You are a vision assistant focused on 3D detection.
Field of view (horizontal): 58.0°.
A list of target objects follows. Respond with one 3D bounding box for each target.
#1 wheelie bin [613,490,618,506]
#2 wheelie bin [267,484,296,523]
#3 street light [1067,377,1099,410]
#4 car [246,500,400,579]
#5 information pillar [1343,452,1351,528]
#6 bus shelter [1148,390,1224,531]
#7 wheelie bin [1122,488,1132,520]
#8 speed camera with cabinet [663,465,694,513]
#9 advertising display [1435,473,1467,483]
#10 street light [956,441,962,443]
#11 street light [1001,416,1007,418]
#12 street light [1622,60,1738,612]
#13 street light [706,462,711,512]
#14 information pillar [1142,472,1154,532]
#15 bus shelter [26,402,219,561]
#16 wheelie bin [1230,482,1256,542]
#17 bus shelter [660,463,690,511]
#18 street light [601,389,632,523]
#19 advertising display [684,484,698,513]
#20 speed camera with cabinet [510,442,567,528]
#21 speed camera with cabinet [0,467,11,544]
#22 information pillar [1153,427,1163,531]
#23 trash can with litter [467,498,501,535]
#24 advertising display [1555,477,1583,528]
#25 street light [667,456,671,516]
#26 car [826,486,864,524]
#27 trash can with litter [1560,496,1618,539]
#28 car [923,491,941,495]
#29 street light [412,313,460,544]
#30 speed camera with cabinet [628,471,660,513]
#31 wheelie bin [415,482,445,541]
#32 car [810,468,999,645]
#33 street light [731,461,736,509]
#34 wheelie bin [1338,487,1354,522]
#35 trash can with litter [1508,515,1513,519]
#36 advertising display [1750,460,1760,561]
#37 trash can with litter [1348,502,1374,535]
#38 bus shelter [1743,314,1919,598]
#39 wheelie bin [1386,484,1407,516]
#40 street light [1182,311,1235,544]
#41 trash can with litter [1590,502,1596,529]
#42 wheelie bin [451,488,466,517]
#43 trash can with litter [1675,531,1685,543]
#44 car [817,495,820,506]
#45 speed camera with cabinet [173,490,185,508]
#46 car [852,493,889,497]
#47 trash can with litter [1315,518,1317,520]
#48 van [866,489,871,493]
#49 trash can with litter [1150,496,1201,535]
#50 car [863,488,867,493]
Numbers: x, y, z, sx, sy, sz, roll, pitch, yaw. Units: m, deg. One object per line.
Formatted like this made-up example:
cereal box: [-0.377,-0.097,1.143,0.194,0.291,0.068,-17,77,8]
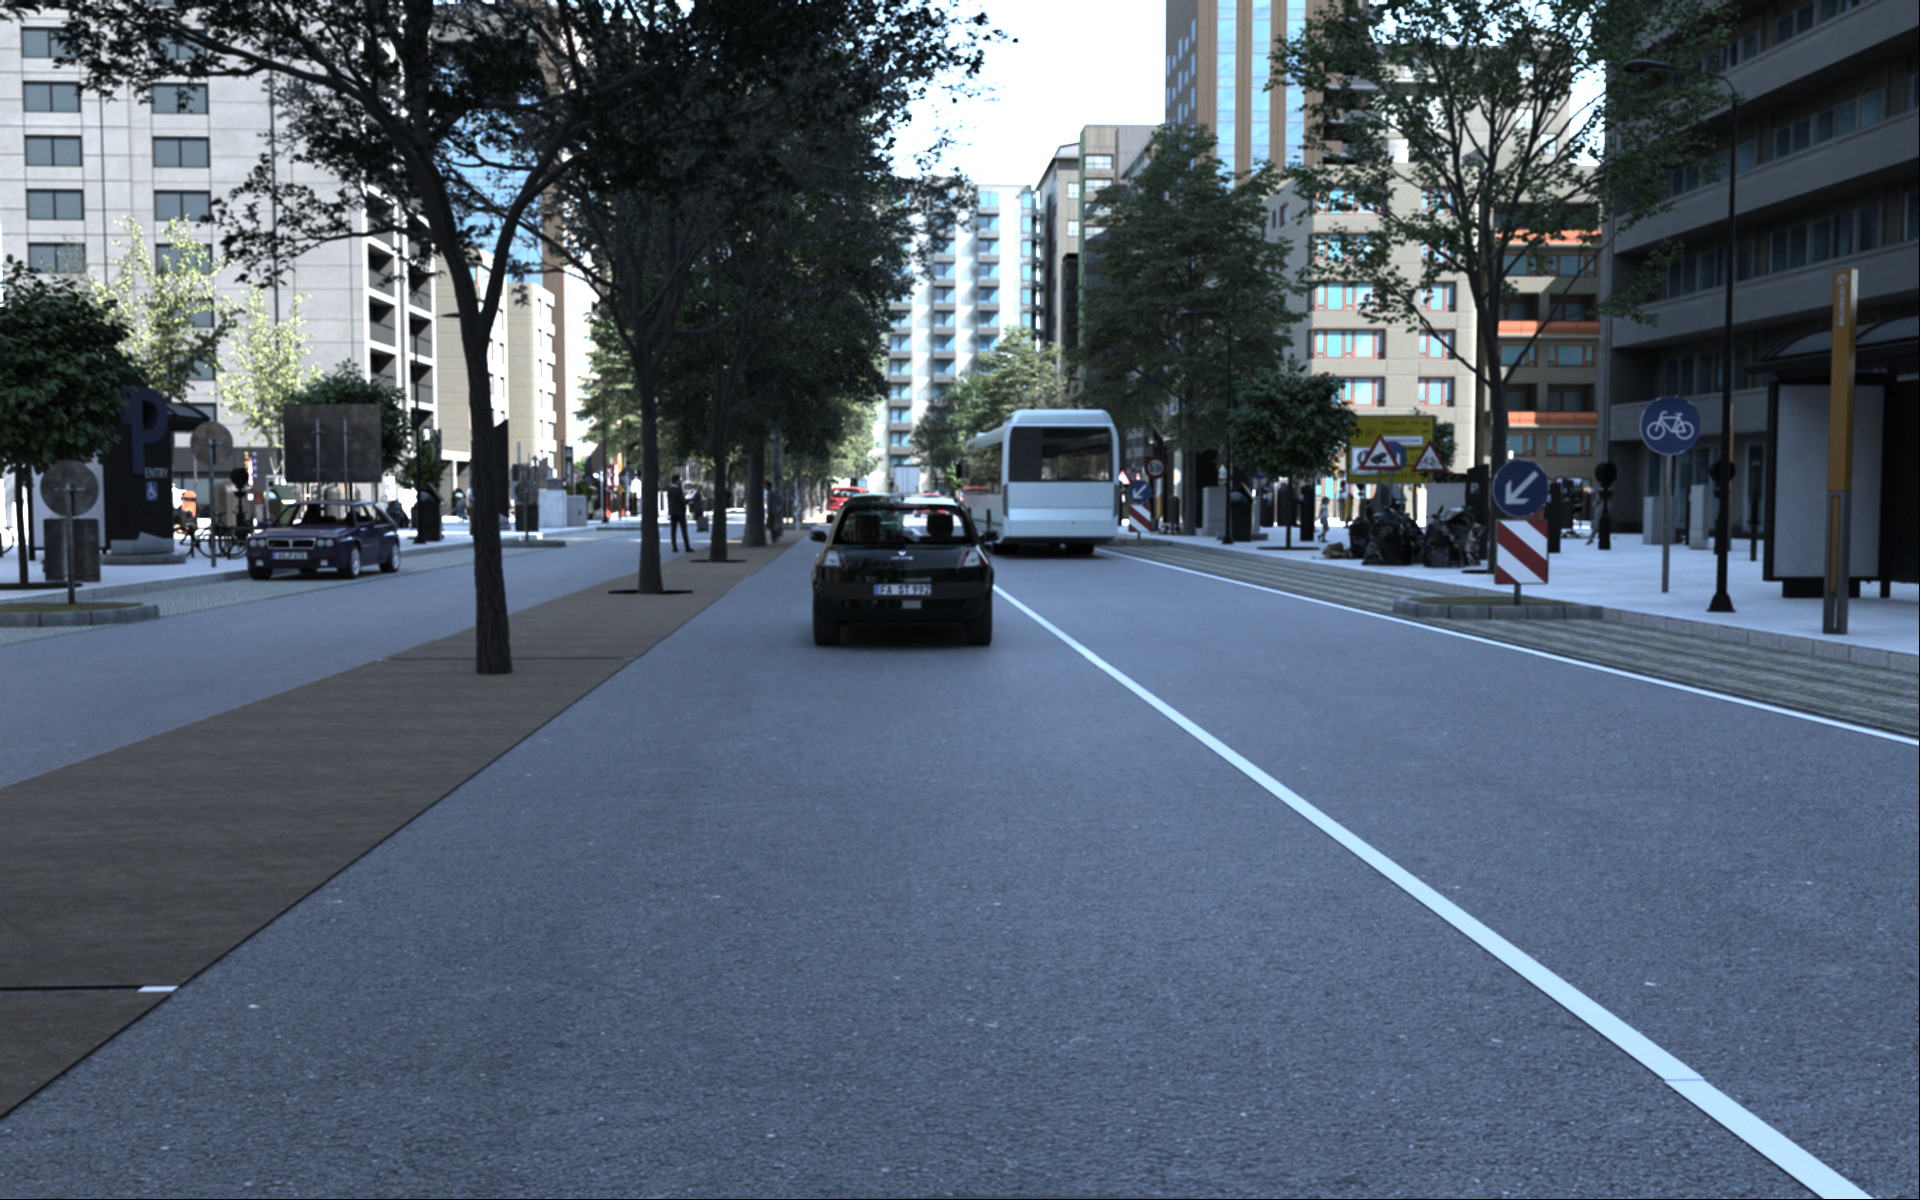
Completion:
wheelie bin: [-25.546,-7.380,128.562,0.693,1.594,0.980,-2,4,-24]
wheelie bin: [-21.936,-2.936,55.907,0.693,1.594,0.980,2,4,25]
street light: [4.956,-5.905,69.081,1.470,5.913,1.316,0,4,-3]
car: [-11.047,-1.076,30.178,1.945,1.354,3.894,0,4,-3]
information pillar: [14.569,-4.507,65.037,0.183,3.616,0.504,0,4,-1]
bus shelter: [8.128,-5.189,62.475,2.179,5.291,8.768,0,4,-3]
wheelie bin: [8.233,-4.808,86.523,0.693,1.594,0.980,0,4,0]
speed camera with cabinet: [-19.136,-7.550,117.783,2.038,3.252,0.660,-2,4,-28]
advertising display: [15.277,-2.979,53.925,0.974,1.923,0.123,1,4,22]
street light: [0.323,-11.035,152.956,1.470,5.913,1.316,0,4,-3]
street light: [3.150,-7.957,102.646,1.470,5.913,1.316,0,4,-3]
street light: [7.780,-2.825,18.730,1.470,5.913,1.316,0,4,-3]
street light: [-17.962,-9.454,127.117,1.470,5.913,1.316,0,4,-3]
information pillar: [6.408,-3.326,58.877,0.304,2.012,0.304,-3,4,-37]
bus shelter: [-17.298,-2.557,35.736,2.014,3.302,5.546,0,4,-3]
wheelie bin: [7.603,-2.374,46.725,0.693,1.594,0.980,1,4,16]
bus shelter: [-22.062,-8.751,134.361,1.731,3.624,6.357,0,4,-3]
street light: [-15.254,-6.387,76.965,1.470,5.913,1.316,0,4,-3]
advertising display: [-17.792,-6.708,114.896,0.974,1.923,0.123,-1,4,-8]
speed camera with cabinet: [-16.164,-4.407,66.384,2.038,3.252,0.660,0,4,-5]
speed camera with cabinet: [-24.946,-3.093,44.906,0.660,3.252,2.038,1,4,21]
information pillar: [6.920,-4.237,60.628,0.183,3.616,0.504,-2,4,-29]
trash can with litter: [-14.840,-2.608,54.023,1.055,1.170,0.624,1,4,15]
advertising display: [22.754,-3.641,64.746,0.974,1.923,0.123,1,4,21]
street light: [-16.602,-7.925,102.118,1.470,5.913,1.316,0,4,-3]
car: [-5.523,-4.705,85.597,2.281,1.827,5.304,0,4,-1]
trash can with litter: [17.846,-2.390,50.139,2.233,1.210,1.678,2,4,34]
car: [-1.846,-5.951,106.339,2.155,1.783,4.494,0,4,-5]
street light: [-13.403,-4.403,44.531,1.470,5.913,1.316,0,4,-3]
speed camera with cabinet: [-21.173,-7.442,116.013,2.038,3.252,0.660,-3,4,-36]
wheelie bin: [-14.415,-2.397,47.096,0.693,1.594,0.980,0,4,-8]
car: [-0.573,-0.491,17.813,2.009,1.686,4.222,0,4,-1]
street light: [-19.329,-10.964,151.799,1.470,5.913,1.316,0,4,-3]
wheelie bin: [17.667,-4.372,79.383,0.693,1.594,0.980,0,4,0]
trash can with litter: [19.320,-3.062,61.119,1.678,1.210,2.233,-3,4,-36]
advertising display: [15.330,-1.724,33.407,0.123,1.923,0.974,2,4,25]
trash can with litter: [11.915,-2.411,50.815,1.055,1.170,0.624,2,4,23]
bus shelter: [10.875,-1.524,18.846,2.014,3.302,5.546,0,4,-3]
wheelie bin: [13.860,-2.918,55.616,0.980,1.594,0.693,-3,4,-36]
street light: [6.326,-4.383,44.206,1.470,5.913,1.316,0,4,-3]
trash can with litter: [23.522,-3.185,63.469,0.624,1.170,1.055,3,5,40]
wheelie bin: [-28.265,-5.488,97.637,0.980,1.594,0.693,3,5,44]
trash can with litter: [18.462,-2.071,45.247,1.055,1.170,0.624,-3,5,-39]
car: [-18.013,-12.145,210.372,2.131,1.459,4.920,0,4,-2]
speed camera with cabinet: [-36.551,-5.248,80.138,2.038,3.252,0.660,3,5,40]
car: [-2.700,-2.746,53.689,1.959,1.807,4.718,0,4,-2]
trash can with litter: [17.057,-4.514,84.869,1.678,1.210,2.233,-1,4,-12]
van: [-8.350,-8.684,148.992,2.013,2.044,4.112,0,4,-3]
trash can with litter: [6.802,-2.683,54.931,1.678,1.210,2.233,-1,4,-12]
car: [-6.068,-5.473,98.151,2.281,1.827,5.304,0,4,-3]
